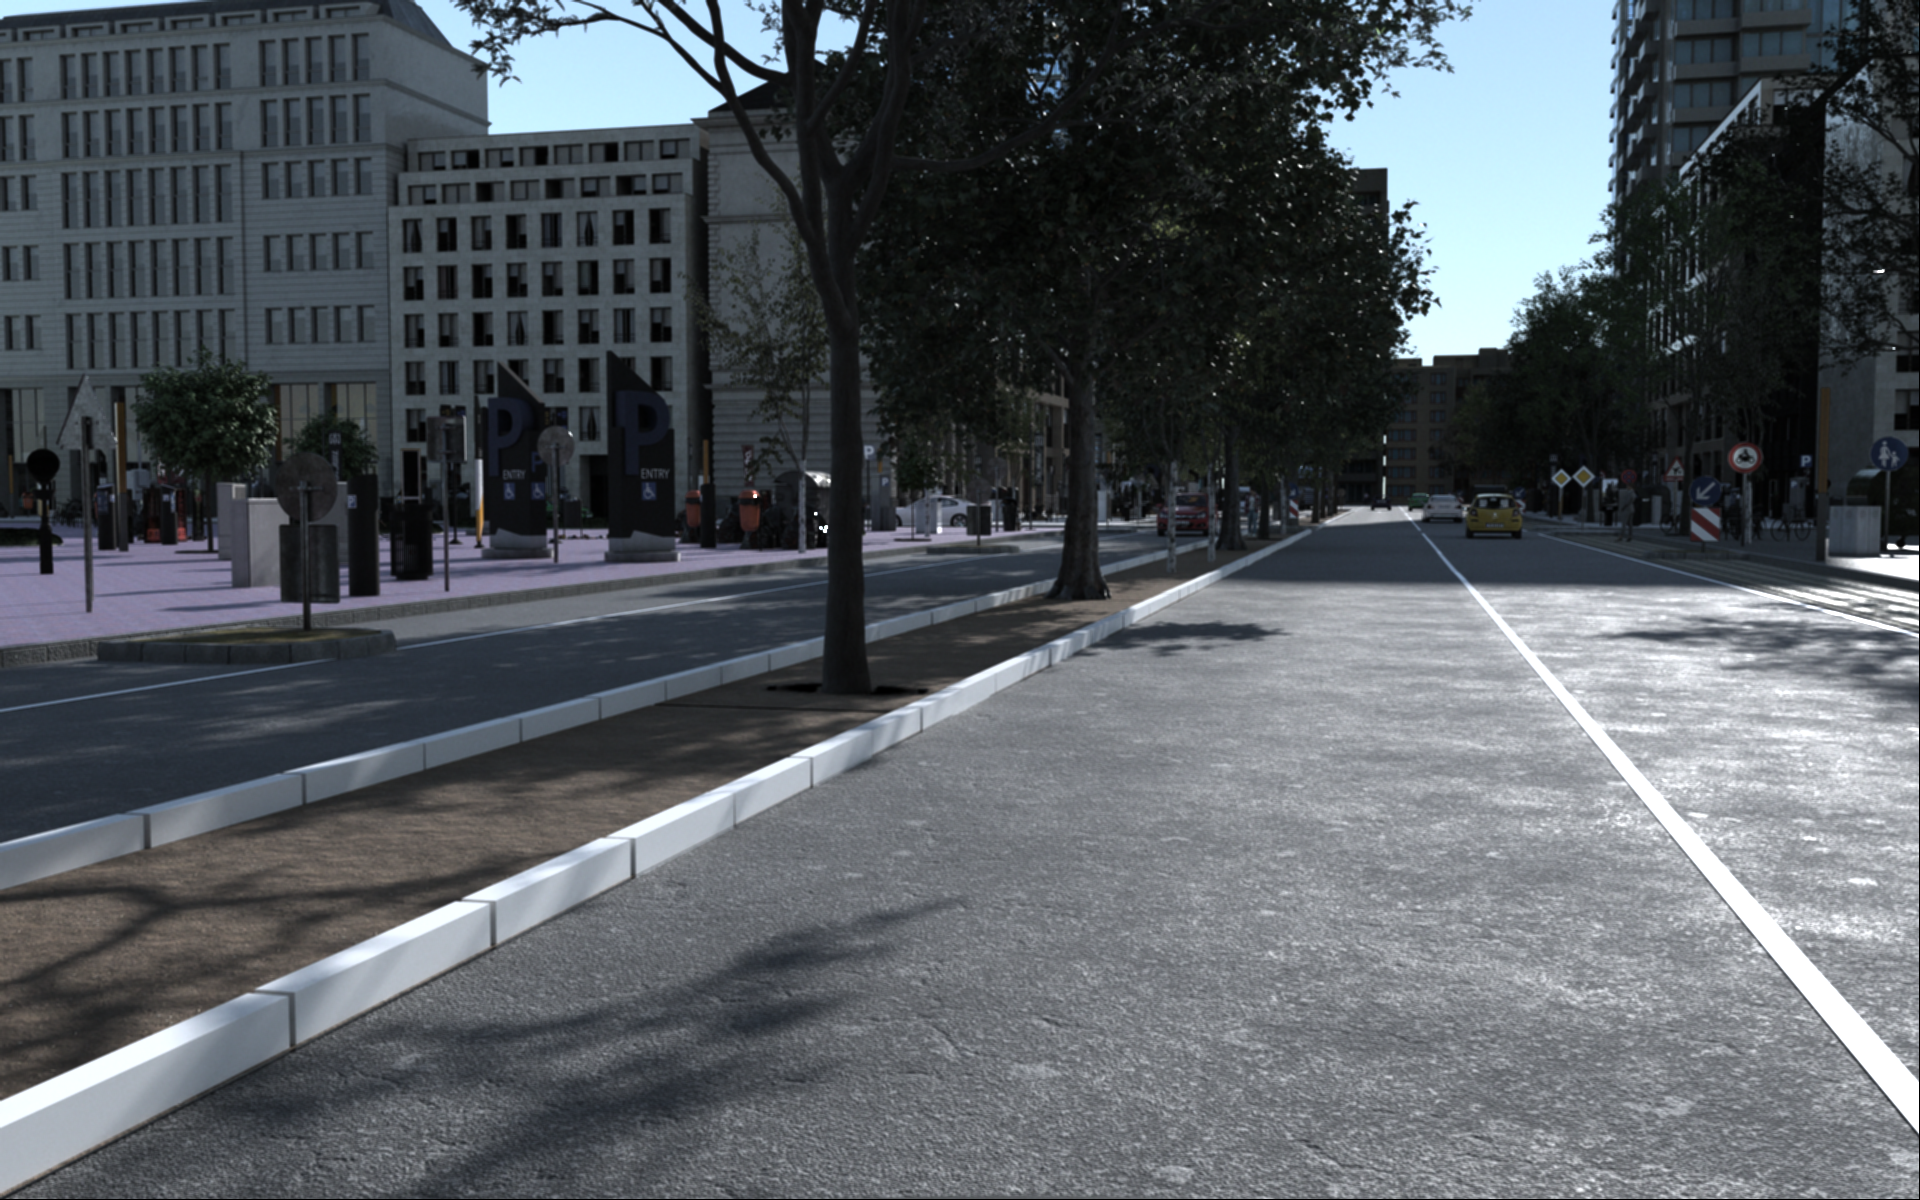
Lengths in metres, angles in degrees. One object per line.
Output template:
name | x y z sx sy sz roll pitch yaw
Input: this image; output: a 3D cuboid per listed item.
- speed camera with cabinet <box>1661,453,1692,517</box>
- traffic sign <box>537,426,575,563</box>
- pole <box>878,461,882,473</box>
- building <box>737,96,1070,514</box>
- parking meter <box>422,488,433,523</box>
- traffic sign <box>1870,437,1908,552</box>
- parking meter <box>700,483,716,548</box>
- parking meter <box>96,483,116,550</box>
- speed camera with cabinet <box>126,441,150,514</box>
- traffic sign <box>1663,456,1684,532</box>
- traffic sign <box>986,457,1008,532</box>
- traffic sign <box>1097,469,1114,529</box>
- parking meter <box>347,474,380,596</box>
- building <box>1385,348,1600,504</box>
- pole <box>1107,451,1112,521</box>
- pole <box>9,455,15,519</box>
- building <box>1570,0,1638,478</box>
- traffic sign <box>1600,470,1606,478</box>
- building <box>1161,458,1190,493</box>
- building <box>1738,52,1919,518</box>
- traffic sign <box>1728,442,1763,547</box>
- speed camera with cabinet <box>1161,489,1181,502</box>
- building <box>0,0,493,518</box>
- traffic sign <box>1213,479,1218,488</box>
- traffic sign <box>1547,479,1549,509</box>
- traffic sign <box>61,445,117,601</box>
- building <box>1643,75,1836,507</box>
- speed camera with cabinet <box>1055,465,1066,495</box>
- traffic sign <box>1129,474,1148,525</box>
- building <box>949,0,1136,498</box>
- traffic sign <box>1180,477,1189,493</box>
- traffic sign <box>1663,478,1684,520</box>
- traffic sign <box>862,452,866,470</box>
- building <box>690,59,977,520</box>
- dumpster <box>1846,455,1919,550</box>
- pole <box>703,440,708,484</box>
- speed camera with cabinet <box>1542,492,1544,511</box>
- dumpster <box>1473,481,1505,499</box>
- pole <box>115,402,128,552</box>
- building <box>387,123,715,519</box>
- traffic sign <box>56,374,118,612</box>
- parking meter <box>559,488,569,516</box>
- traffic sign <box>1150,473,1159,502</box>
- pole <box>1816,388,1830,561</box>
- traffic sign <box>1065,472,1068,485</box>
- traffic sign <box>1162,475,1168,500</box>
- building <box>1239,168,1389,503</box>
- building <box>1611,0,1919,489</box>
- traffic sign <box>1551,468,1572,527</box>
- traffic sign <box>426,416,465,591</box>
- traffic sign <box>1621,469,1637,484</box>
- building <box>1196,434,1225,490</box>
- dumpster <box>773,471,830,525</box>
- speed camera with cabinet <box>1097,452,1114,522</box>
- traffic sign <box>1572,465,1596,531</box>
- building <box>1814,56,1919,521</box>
speed camera with cabinet | 34.446 -5.438 83.251 0.660 3.252 2.038 0 4 -5
traffic sign | -7.534 -1.965 32.240 0.768 2.556 0.104 1 4 15
pole | -3.604 -5.153 78.102 0.158 3.312 0.155 0 3 0
building | -3.102 -19.513 123.550 19.350 26.468 34.151 1 4 14
parking meter | -20.714 -3.608 67.397 0.372 1.533 0.369 0 3 0
traffic sign | 20.621 -2.349 38.512 0.768 2.556 0.104 1 4 20
parking meter | -5.990 -2.005 41.188 0.372 1.533 0.369 0 3 0
parking meter | -19.603 -1.918 39.777 0.372 1.533 0.369 0 3 0
speed camera with cabinet | -30.218 -4.317 64.926 0.660 3.252 2.038 2 4 29
traffic sign | 24.261 -3.589 58.685 0.884 2.594 0.081 1 4 23
traffic sign | 1.266 -3.620 59.298 0.768 2.556 0.104 1 4 15
traffic sign | 5.467 -3.698 64.104 0.795 2.450 0.064 1 4 14
parking meter | -7.535 -0.823 21.875 0.372 1.533 0.369 0 3 0
building | 75.057 -24.435 244.550 28.899 21.520 27.650 1 4 14
pole | 7.158 -5.450 82.945 0.158 3.312 0.155 0 3 0
pole | -49.732 -5.931 90.807 0.158 3.312 0.155 0 3 0
building | 77.156 -53.125 181.267 22.319 86.520 31.000 1 4 14
traffic sign | 33.174 -5.492 89.903 0.768 2.556 0.104 1 4 22
building | 10.896 -21.741 200.507 28.899 21.520 27.650 1 4 14
building | 51.033 -16.214 94.782 12.332 23.373 15.834 1 4 14
traffic sign | 19.145 -2.580 42.287 0.768 2.556 0.104 1 4 20
speed camera with cabinet | 14.197 -7.655 119.498 2.038 3.252 0.660 2 4 24
building | -43.401 -19.765 100.646 29.804 29.767 11.434 1 4 14
traffic sign | 18.934 -7.856 129.628 0.795 2.450 0.064 1 4 14
traffic sign | 40.232 -7.246 118.570 0.768 2.556 0.104 1 4 20
traffic sign | -10.431 -1.267 20.711 0.884 2.594 0.081 1 4 22
building | 59.568 -19.190 118.279 19.350 26.468 34.151 1 4 14
speed camera with cabinet | 6.842 -7.528 117.415 0.660 3.252 2.038 0 4 -4
traffic sign | 7.386 -4.172 71.856 0.795 2.450 0.064 1 4 14
building | 6.015 -52.063 163.902 22.319 86.520 31.000 1 4 14
traffic sign | 16.334 -7.678 125.647 0.768 2.556 0.104 1 4 22
traffic sign | 29.635 -4.395 71.864 0.884 2.594 0.081 2 4 24
traffic sign | -2.856 -2.793 45.773 0.768 2.556 0.104 1 4 21
building | -5.802 -16.319 95.700 11.050 23.489 19.941 1 4 14
dumpster | 21.618 -2.305 40.182 1.502 2.255 1.985 1 4 14
pole | -9.553 -4.360 65.126 0.158 3.312 0.155 0 3 0
speed camera with cabinet | 45.905 -8.558 134.264 2.038 3.252 0.660 1 4 23
dumpster | 34.312 -6.567 112.320 1.985 2.255 1.502 1 4 13
pole | -18.723 -2.742 38.673 0.158 3.312 0.155 0 3 0
building | -20.764 -14.678 94.736 16.860 20.320 10.420 1 4 14
traffic sign | -9.452 -1.145 18.727 0.884 2.594 0.081 1 4 22
parking meter | -16.098 -3.792 70.418 0.372 1.533 0.369 0 3 0
traffic sign | 11.976 -6.620 108.244 0.884 2.594 0.081 1 4 17
pole | 16.625 -2.417 33.365 0.158 3.312 0.155 0 3 0
traffic sign | 5.103 -4.715 79.223 0.606 2.300 0.079 1 4 20
traffic sign | 13.776 -7.069 115.685 0.768 2.556 0.104 1 4 19
building | 49.766 -38.099 246.625 21.600 48.544 21.300 1 4 14
building | 70.458 -32.573 152.180 23.786 49.044 30.456 1 4 14
traffic sign | 23.539 -3.927 67.851 0.795 2.450 0.064 1 4 14
traffic sign | -6.772 -1.265 22.809 0.606 2.300 0.079 1 4 21
traffic sign | 34.390 -5.442 89.091 0.768 2.556 0.104 1 4 19
building | 23.970 -38.808 254.126 30.456 49.044 23.786 1 4 14
dumpster | -3.868 -2.311 43.544 1.264 1.857 1.865 1 4 14
speed camera with cabinet | 6.719 -5.268 80.474 0.660 3.252 2.038 1 4 16
traffic sign | 21.620 -3.453 60.099 0.795 2.450 0.064 1 4 14
building | 48.922 -13.626 77.541 16.860 20.320 10.420 1 4 14
